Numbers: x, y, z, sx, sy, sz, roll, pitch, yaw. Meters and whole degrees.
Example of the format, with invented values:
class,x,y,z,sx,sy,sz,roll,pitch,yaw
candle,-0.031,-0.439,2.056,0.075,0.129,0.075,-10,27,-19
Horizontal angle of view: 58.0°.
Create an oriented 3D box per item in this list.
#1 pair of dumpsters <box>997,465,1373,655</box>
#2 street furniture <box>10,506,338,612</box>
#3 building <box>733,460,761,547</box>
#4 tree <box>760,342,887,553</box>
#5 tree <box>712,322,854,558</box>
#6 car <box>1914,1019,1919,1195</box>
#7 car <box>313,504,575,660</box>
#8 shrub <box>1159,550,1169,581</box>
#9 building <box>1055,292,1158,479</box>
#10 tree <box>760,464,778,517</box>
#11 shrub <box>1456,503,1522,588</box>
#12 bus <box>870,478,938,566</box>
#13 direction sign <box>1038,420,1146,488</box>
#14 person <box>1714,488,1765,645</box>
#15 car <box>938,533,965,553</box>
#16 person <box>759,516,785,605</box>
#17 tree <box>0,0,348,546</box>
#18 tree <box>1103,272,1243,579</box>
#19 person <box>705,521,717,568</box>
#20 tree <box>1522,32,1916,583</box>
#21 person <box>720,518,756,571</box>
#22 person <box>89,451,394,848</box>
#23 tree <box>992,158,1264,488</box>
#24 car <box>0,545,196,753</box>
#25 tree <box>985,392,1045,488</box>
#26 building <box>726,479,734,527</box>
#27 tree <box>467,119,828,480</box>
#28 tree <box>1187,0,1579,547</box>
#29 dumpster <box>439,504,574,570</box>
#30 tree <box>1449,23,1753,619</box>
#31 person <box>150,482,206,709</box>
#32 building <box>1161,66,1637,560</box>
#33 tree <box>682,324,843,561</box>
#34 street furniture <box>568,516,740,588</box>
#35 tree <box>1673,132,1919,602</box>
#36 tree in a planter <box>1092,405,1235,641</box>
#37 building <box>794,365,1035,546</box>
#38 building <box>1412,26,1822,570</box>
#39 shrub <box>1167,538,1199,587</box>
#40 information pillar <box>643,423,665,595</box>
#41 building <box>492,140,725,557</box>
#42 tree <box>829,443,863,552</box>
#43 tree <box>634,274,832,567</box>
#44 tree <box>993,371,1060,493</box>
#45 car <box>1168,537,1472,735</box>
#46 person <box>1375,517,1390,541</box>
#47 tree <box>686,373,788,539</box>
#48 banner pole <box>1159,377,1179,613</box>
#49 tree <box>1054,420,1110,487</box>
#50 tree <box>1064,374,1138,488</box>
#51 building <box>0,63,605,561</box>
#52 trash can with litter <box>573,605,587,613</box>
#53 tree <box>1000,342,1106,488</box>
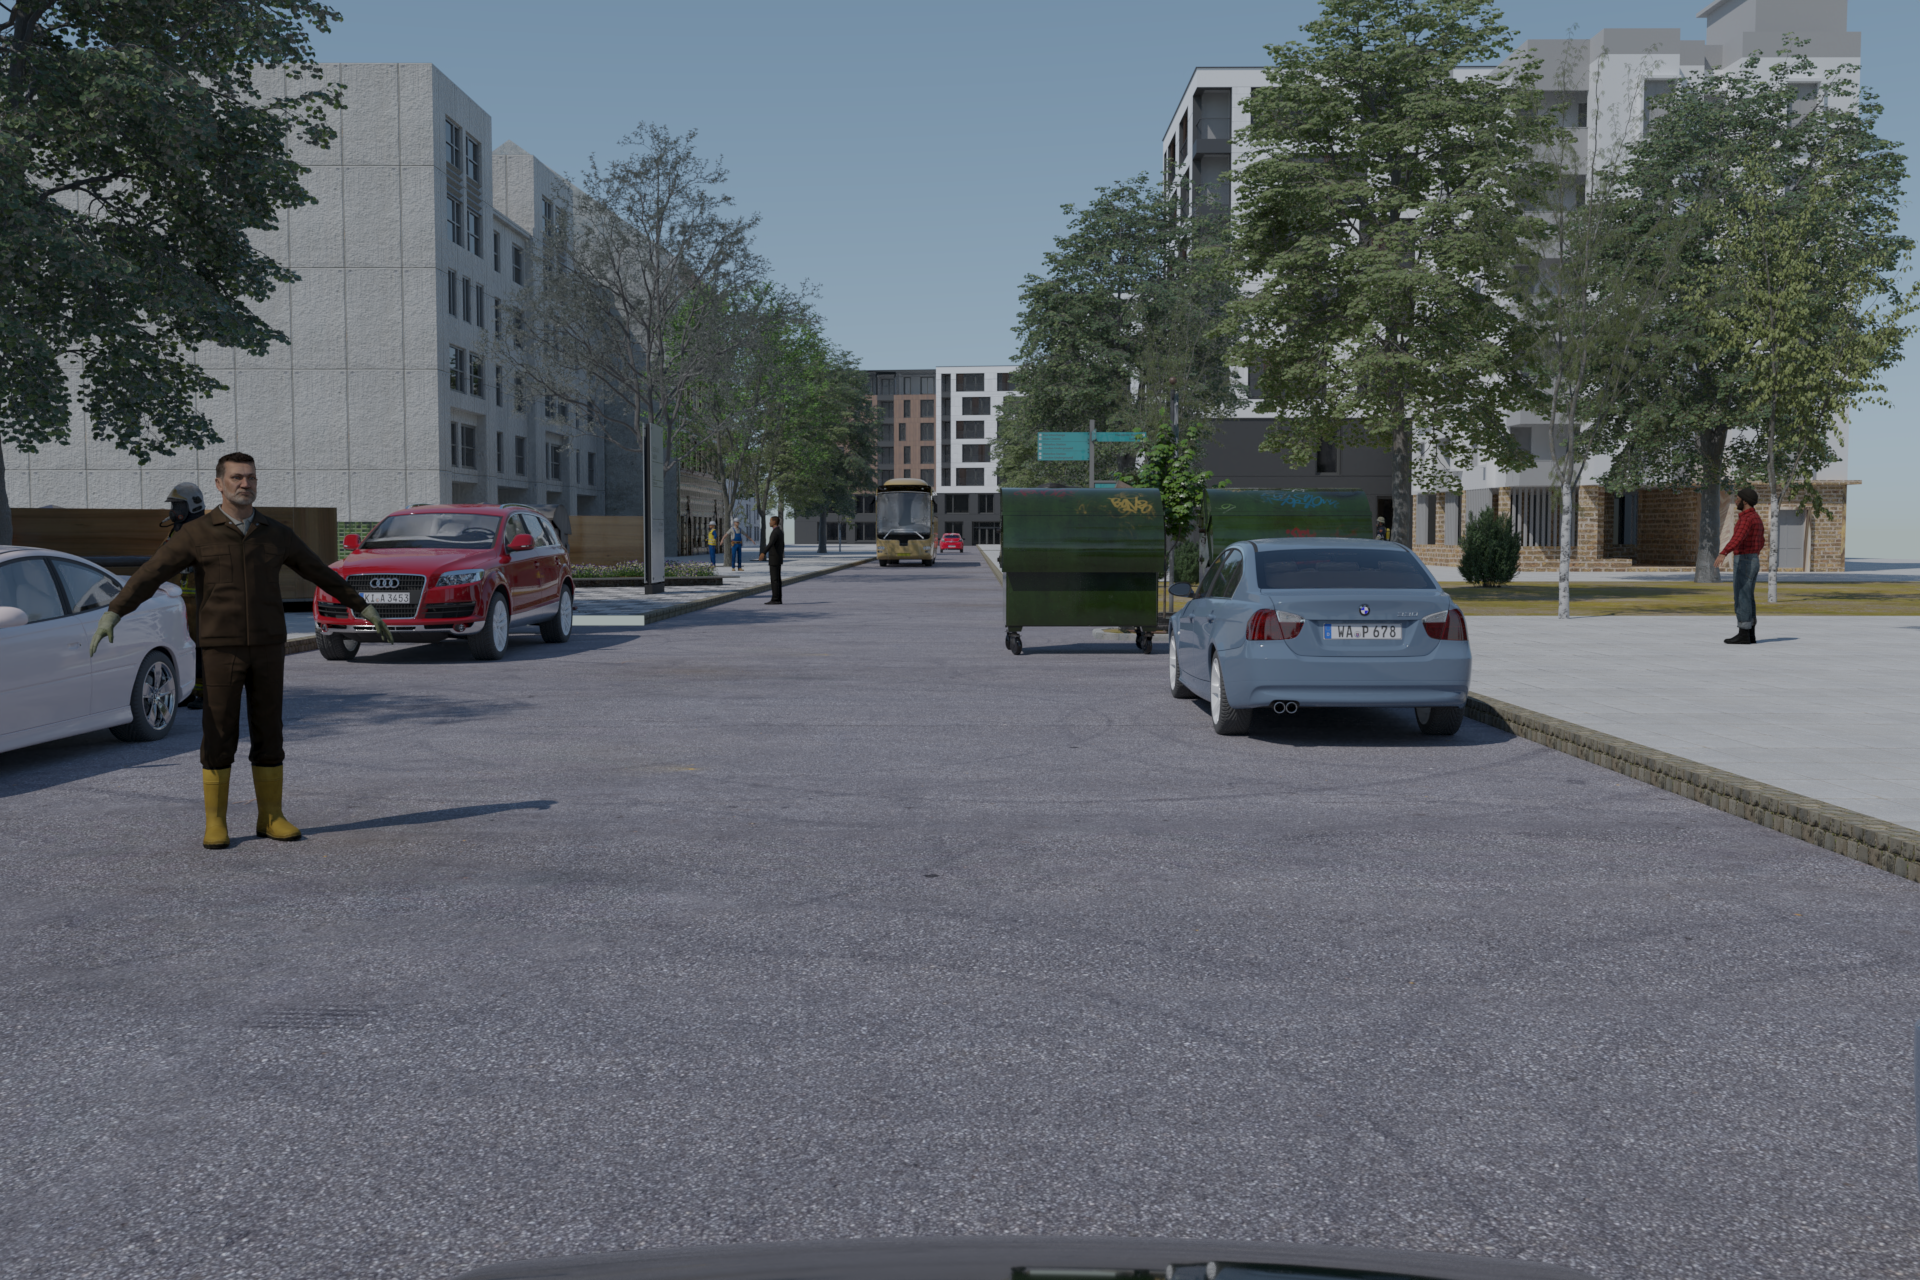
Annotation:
class,x,y,z,sx,sy,sz,roll,pitch,yaw
pair of dumpsters,2.662,-0.981,20.998,4.436,2.255,1.574,0,4,-1
street furniture,-13.461,-1.452,30.593,9.812,1.723,11.010,-3,5,-43
building,-25.854,-14.924,186.155,9.099,9.664,28.070,0,4,0
tree,-9.324,-12.852,116.783,9.857,13.997,8.962,0,3,0
tree,-9.454,-10.603,91.493,7.486,12.596,7.792,0,3,0
car,2.609,0.657,1.268,2.014,1.417,4.499,0,4,0
car,-6.209,-0.776,21.358,2.281,1.827,5.304,0,4,1
shrub,5.145,-2.153,46.323,1.383,1.207,1.383,0,3,0
building,22.485,-19.477,162.431,27.936,21.610,32.646,0,3,0
tree,-26.172,-17.360,218.249,7.601,10.594,8.767,0,4,-2
shrub,12.732,-2.278,41.663,1.690,2.028,1.600,0,3,0
bus,-2.389,-5.414,80.060,2.896,3.916,12.252,0,4,0
direction sign,3.073,-3.131,39.953,2.525,3.948,1.411,0,4,1
person,9.142,-0.863,20.225,0.704,1.816,1.345,3,5,41
car,-0.655,-7.603,133.343,2.155,1.783,4.494,0,4,-1
person,-3.783,-1.625,35.252,0.704,1.802,1.346,1,4,11
tree,-12.848,-7.083,22.456,9.857,13.997,8.962,0,3,0
tree,5.726,-6.046,49.212,4.360,8.622,3.978,0,3,0
person,-9.479,-3.625,65.731,0.721,1.772,1.216,-2,4,-23
tree,19.697,-8.489,45.455,9.857,13.997,8.962,0,3,0
person,-7.743,-3.320,60.141,1.347,1.847,0.705,-2,4,-34
person,-3.320,0.035,8.029,1.346,1.812,0.704,-3,5,-39
tree,5.658,-9.377,59.969,9.857,13.997,8.962,0,3,0
car,-6.486,0.103,10.686,2.083,1.381,4.827,0,4,1
tree,6.691,-13.844,133.004,9.857,13.997,8.962,0,3,0
building,-27.352,-18.382,156.966,16.016,20.090,11.380,0,4,1
tree,-9.061,-8.590,50.810,12.009,13.543,11.850,0,3,0
tree,8.133,-7.040,33.234,7.486,12.596,7.792,0,3,0
dumpster,-6.619,-1.027,25.007,1.865,1.857,1.264,0,4,0
tree,8.911,-4.625,25.982,4.360,8.622,3.978,0,3,0
person,-6.352,-0.368,14.241,1.354,1.858,0.705,2,4,29
building,24.443,-15.185,92.250,27.936,21.610,32.646,0,4,1
tree,-9.369,-9.531,81.591,9.928,11.665,9.643,0,3,0
street furniture,-9.294,-2.252,43.677,11.010,1.723,9.812,-2,4,-32
tree,15.483,-5.005,32.202,4.737,8.622,4.395,0,3,0
tree in a planter,2.861,-1.642,24.072,1.991,3.239,1.994,0,4,1
building,-3.066,-23.065,223.546,32.646,21.610,27.936,1,4,8
building,24.073,-13.118,70.907,16.016,20.090,11.380,0,4,0
shrub,5.538,-1.903,42.233,1.383,1.207,1.383,0,3,0
information pillar,-6.616,-2.821,37.437,0.184,3.620,1.656,0,4,-1
building,-25.000,-16.830,106.094,19.493,23.208,18.063,0,4,1
tree,-8.884,-10.778,126.583,4.737,8.622,4.395,0,3,0
tree,-8.983,-8.675,67.591,9.928,11.665,9.643,0,3,0
tree,5.866,-12.127,116.407,7.486,12.596,7.792,0,3,0
car,2.699,-0.100,13.632,2.014,1.417,4.499,0,4,1
person,14.205,-3.231,58.607,0.705,1.856,1.354,2,4,23
tree,-9.931,-7.540,73.649,4.360,8.622,3.978,0,3,0
banner pole,3.391,-2.288,27.420,0.401,3.779,0.863,0,4,-1
tree,6.612,-8.681,92.300,4.737,8.622,4.395,0,3,0
tree,6.046,-7.506,73.081,4.360,8.622,3.978,0,3,0
building,-28.221,-13.127,81.077,16.747,18.905,31.486,0,4,0
trash can with litter,-6.885,-1.094,28.938,1.678,1.210,2.233,0,4,1
tree,6.235,-11.259,102.217,7.486,12.596,7.792,0,3,0
